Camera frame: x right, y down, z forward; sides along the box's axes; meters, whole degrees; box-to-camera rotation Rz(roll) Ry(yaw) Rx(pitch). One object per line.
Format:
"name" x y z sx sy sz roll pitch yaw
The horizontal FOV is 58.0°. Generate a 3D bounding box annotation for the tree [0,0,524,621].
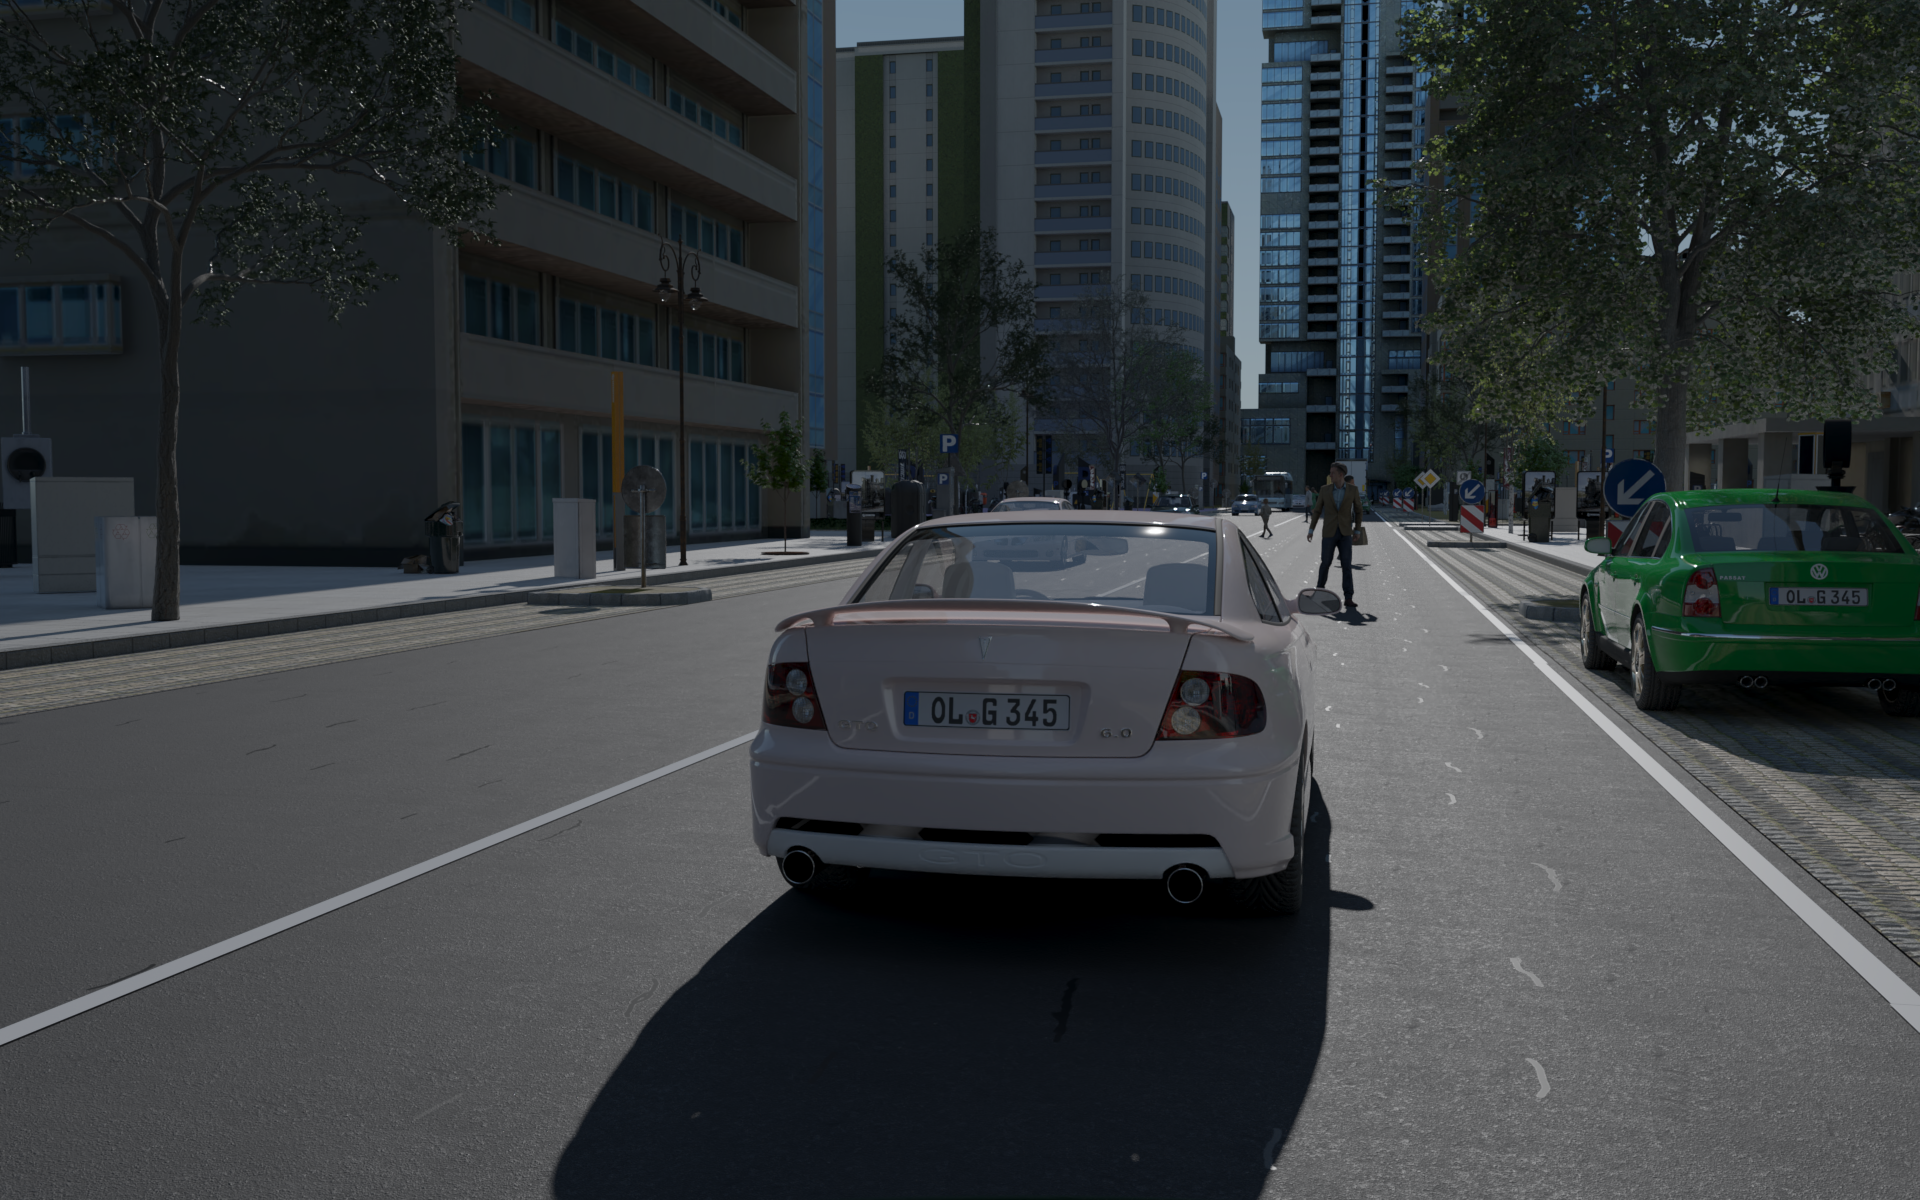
"tree" -7.829 -5.083 17.521 8.767 10.594 7.601 3 5 41

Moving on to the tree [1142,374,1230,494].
"tree" 15.701 -11.532 122.967 7.601 10.594 8.767 1 4 17

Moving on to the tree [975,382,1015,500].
"tree" 0.144 -9.470 105.194 4.737 8.622 4.395 0 3 0

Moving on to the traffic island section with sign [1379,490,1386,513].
"traffic island section with sign" 32.262 -7.318 128.277 1.989 1.847 2.006 1 4 13

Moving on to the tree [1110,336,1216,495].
"tree" 13.380 -11.568 114.888 9.928 11.665 9.643 0 3 0

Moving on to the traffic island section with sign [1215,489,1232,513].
"traffic island section with sign" 20.034 -7.422 129.978 1.989 1.847 2.006 1 4 13

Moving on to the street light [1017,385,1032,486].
"street light" 2.465 -5.547 63.477 0.468 5.910 1.993 1 4 13

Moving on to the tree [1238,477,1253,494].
"tree" 33.146 -12.670 201.751 1.663 3.219 1.824 0 3 0

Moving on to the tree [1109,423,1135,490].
"tree" 12.610 -12.090 148.041 4.360 8.622 3.978 0 3 0

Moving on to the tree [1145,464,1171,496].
"tree" 12.678 -6.987 108.843 1.663 3.219 1.824 0 3 0

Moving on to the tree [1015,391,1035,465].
"tree" 2.908 -9.976 113.475 4.737 8.622 4.395 0 3 0

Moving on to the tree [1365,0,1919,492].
"tree" 11.495 -7.392 27.522 9.857 13.997 8.962 0 3 0

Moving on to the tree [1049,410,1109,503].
"tree" 9.111 -11.680 141.338 4.360 8.622 3.978 0 3 0

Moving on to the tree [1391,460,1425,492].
"tree" 43.225 -11.199 166.815 4.285 4.588 4.351 0 3 0

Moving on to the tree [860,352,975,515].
"tree" -2.518 -8.417 87.979 4.737 8.622 4.395 0 3 0

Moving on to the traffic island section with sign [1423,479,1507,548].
"traffic island section with sign" 13.643 -2.329 46.701 1.989 1.847 2.006 1 4 13

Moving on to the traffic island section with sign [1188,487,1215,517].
"traffic island section with sign" 13.994 -5.810 103.618 1.989 1.847 2.006 1 4 13

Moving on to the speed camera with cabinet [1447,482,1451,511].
"speed camera with cabinet" 37.427 -8.499 133.289 0.660 3.252 2.038 2 4 23

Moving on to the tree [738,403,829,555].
"tree" -3.634 -2.580 36.779 1.663 3.219 1.824 0 3 0

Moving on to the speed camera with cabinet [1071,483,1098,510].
"speed camera with cabinet" 9.499 -8.430 132.168 2.038 3.252 0.660 2 4 24

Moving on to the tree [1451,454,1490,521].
"tree" 24.381 -5.402 82.921 1.663 3.219 1.824 0 3 0

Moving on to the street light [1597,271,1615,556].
"street light" 13.268 -3.844 35.644 0.468 5.910 1.993 1 4 13

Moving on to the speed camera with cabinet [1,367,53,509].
"speed camera with cabinet" -15.080 -1.971 26.566 2.038 3.252 0.660 -2 4 -25

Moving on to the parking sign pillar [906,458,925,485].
"parking sign pillar" -3.366 -8.762 131.737 1.447 3.967 1.447 1 4 22

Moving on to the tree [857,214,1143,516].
"tree" 0.113 -7.497 56.988 7.601 10.594 8.767 -3 4 -36

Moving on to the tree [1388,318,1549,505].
"tree" 27.134 -9.675 92.604 8.767 10.594 7.601 1 4 17

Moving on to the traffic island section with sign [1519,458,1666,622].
"traffic island section with sign" 7.554 -0.696 20.011 1.989 1.847 2.006 1 4 13

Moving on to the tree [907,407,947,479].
"tree" -1.881 -11.689 141.471 4.360 8.622 3.978 0 3 0

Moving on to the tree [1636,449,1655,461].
"tree" 48.016 -8.316 119.682 4.285 4.588 4.351 0 3 0

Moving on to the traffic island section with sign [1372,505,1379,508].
"traffic island section with sign" 43.379 -10.290 176.868 1.989 1.847 2.006 1 4 13

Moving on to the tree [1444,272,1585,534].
"tree" 18.162 -6.465 56.069 4.360 8.622 3.978 0 3 0

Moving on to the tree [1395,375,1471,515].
"tree" 29.722 -9.559 106.654 4.737 8.622 4.395 0 3 0

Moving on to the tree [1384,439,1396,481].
"tree" 56.894 -16.750 224.224 4.737 8.622 4.395 0 3 0

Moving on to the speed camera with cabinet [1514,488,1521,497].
"speed camera with cabinet" 42.553 -8.275 129.632 2.038 3.252 0.660 2 4 32

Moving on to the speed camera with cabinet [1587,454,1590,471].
"speed camera with cabinet" 31.204 -5.562 85.270 0.660 3.252 2.038 1 4 13

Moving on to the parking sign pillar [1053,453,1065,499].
"parking sign pillar" 6.482 -7.656 113.655 1.447 3.967 1.447 1 4 20

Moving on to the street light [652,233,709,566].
"street light" -4.972 -3.557 30.952 0.468 5.910 1.993 1 4 13

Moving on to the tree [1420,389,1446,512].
"tree" 33.956 -10.398 120.369 4.360 8.622 3.978 0 3 0

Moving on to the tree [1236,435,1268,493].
"tree" 35.550 -15.898 210.300 4.737 8.622 4.395 0 3 0

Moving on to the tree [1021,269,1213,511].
"tree" 8.481 -11.238 94.107 12.009 13.543 11.850 0 3 0

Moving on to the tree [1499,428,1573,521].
"tree" 27.812 -6.109 83.597 4.285 4.588 4.351 0 3 0

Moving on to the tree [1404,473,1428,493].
"tree" 41.445 -9.951 157.299 1.663 3.219 1.824 0 3 0

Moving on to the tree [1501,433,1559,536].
"tree" 17.588 -3.564 52.868 1.663 3.219 1.824 0 3 0

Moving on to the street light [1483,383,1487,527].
"street light" 20.577 -5.811 67.804 0.468 5.910 1.993 1 4 13

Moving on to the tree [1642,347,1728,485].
"tree" 35.470 -8.191 84.289 4.737 8.622 4.395 0 3 0

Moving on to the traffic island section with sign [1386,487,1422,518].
"traffic island section with sign" 26.274 -5.710 101.993 1.989 1.847 2.006 1 4 13
